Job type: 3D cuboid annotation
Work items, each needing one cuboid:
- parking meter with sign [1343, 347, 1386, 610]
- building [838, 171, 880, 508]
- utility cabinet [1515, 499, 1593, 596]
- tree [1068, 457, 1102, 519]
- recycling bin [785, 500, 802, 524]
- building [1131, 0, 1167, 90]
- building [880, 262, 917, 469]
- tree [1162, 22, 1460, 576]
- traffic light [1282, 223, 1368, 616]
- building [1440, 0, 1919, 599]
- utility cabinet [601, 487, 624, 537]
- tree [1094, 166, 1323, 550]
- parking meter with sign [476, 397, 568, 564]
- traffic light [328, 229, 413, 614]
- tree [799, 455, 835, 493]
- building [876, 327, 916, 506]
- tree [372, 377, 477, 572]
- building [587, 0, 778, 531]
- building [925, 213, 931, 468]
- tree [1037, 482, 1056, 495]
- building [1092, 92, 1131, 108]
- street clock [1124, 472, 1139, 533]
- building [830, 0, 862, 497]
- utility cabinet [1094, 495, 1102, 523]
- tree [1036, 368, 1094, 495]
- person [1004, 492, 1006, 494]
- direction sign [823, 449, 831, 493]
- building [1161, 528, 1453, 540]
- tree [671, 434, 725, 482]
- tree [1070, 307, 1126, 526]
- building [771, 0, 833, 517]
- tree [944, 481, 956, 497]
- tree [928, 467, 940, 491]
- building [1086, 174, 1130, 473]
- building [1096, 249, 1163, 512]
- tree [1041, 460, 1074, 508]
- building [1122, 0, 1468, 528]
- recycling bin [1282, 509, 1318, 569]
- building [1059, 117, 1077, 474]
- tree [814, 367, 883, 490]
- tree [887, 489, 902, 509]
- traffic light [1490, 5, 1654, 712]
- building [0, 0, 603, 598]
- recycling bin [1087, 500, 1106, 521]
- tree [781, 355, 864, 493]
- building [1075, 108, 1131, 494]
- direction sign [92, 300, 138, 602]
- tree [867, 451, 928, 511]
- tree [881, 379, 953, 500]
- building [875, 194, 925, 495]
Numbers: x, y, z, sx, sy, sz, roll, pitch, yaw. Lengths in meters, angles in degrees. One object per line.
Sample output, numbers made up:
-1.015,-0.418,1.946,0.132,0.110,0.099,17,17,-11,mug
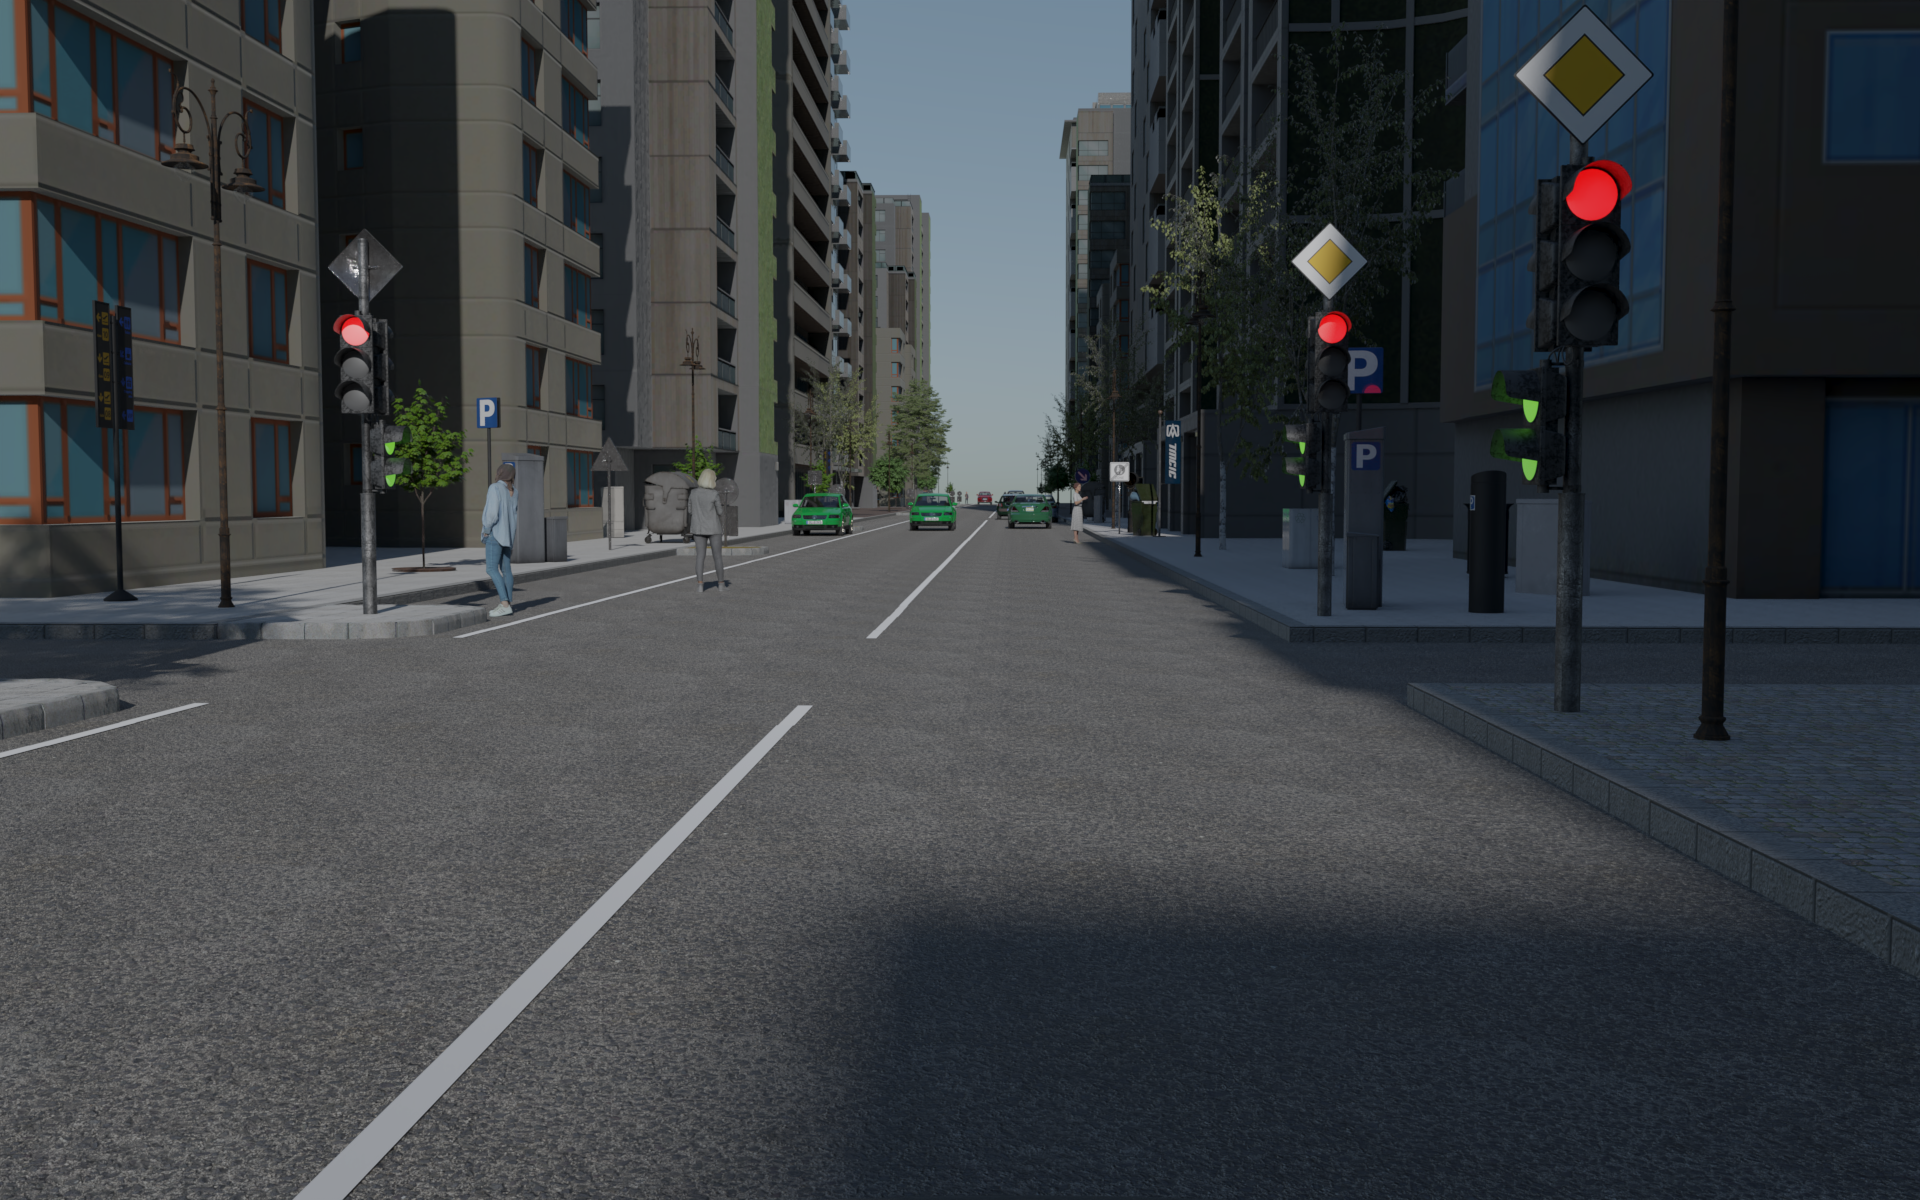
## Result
4.614,-1.445,19.884,0.543,3.016,1.738,1,4,10,parking meter with sign
-14.973,-23.407,154.408,14.160,30.474,14.107,0,4,2,building
7.598,-0.674,22.182,0.306,1.237,1.020,-2,4,-26,utility cabinet
6.451,-5.857,90.368,1.663,3.219,1.824,0,3,0,tree
-6.993,-3.747,73.824,0.722,1.027,0.722,2,4,32,recycling bin
24.869,-31.682,107.241,28.713,52.752,27.495,0,4,2,building
-12.775,-27.198,216.394,14.160,30.474,14.107,0,4,2,building
5.606,-4.689,27.035,4.360,8.622,3.978,0,3,0,tree
3.816,-1.786,18.116,0.839,4.253,0.868,0,4,2,traffic light
16.374,-22.996,26.103,14.200,45.320,14.600,0,4,2,building
-10.243,-2.587,50.972,0.318,1.500,1.173,-2,4,-30,utility cabinet
6.272,-5.456,39.560,4.737,8.622,4.395,0,3,0,tree
-8.062,-2.190,32.074,0.543,3.016,1.738,2,4,34,parking meter with sign
-6.291,-1.803,18.406,0.839,4.253,0.868,0,4,2,traffic light
-6.787,-5.508,84.654,1.663,3.219,1.824,0,3,0,tree
-19.614,-21.415,195.181,27.650,21.520,28.899,0,4,2,building
-9.034,-2.087,28.717,1.663,3.219,1.824,0,3,0,tree
-14.777,-23.273,64.109,14.154,41.232,14.086,0,4,2,building
-11.468,-34.324,244.790,14.154,41.232,14.086,0,4,2,building
12.010,-14.701,234.956,1.663,3.219,1.824,0,3,0,tree
25.490,-36.047,208.980,23.786,49.044,30.456,0,4,2,building
5.673,-3.233,57.435,0.471,2.002,0.358,1,4,23,street clock
-20.127,-31.323,131.747,23.786,49.044,30.456,0,4,2,building
6.116,-4.014,76.792,0.306,1.237,1.020,1,4,10,utility cabinet
7.431,-9.160,100.123,4.737,8.622,4.395,0,3,0,tree
5.752,-13.013,221.925,0.551,1.740,0.621,-2,4,-26,person
-6.728,-5.847,87.593,0.379,3.537,0.876,1,4,18,direction sign
17.268,-37.558,52.323,20.563,71.187,20.611,0,4,2,building
-8.592,-3.759,56.059,1.663,3.219,1.824,0,3,0,tree
6.513,-7.256,68.995,4.360,8.622,3.978,0,3,0,tree
-19.535,-29.434,104.948,21.300,48.544,21.600,0,4,2,building
-1.290,-15.669,250.789,1.663,3.219,1.824,0,3,0,tree
-3.731,-12.675,190.944,4.285,4.588,4.351,0,3,0,tree
18.592,-23.682,158.898,14.160,30.474,14.107,0,4,2,building
25.287,-17.817,136.339,27.650,21.520,28.899,0,4,2,building
9.031,-10.791,160.145,4.285,4.588,4.351,0,3,0,tree
18.683,-39.325,81.209,20.563,71.187,20.611,0,4,2,building
6.007,-1.068,30.013,0.722,1.027,0.722,0,4,0,recycling bin
28.281,-39.664,237.739,28.713,52.752,27.495,0,4,2,building
-6.503,-9.074,98.727,4.737,8.622,4.395,0,3,0,tree
-5.398,-9.404,148.352,1.663,3.219,1.824,0,3,0,tree
3.574,-1.297,10.135,0.839,4.253,0.868,0,4,2,traffic light
-24.597,-11.652,35.557,27.650,21.520,28.899,0,4,2,building
6.509,-4.286,82.636,0.722,1.027,0.722,-1,4,-15,recycling bin
-7.132,-8.586,90.743,4.360,8.622,3.978,0,3,0,tree
19.432,-30.771,186.702,14.154,41.232,14.086,0,4,2,building
-10.097,-1.757,20.730,0.379,3.537,0.876,0,4,1,direction sign
-5.377,-9.019,131.168,4.285,4.588,4.351,0,3,0,tree
-4.007,-15.413,170.134,7.486,12.596,7.792,0,3,0,tree
-12.421,-33.437,230.285,14.154,41.232,14.086,0,4,2,building
